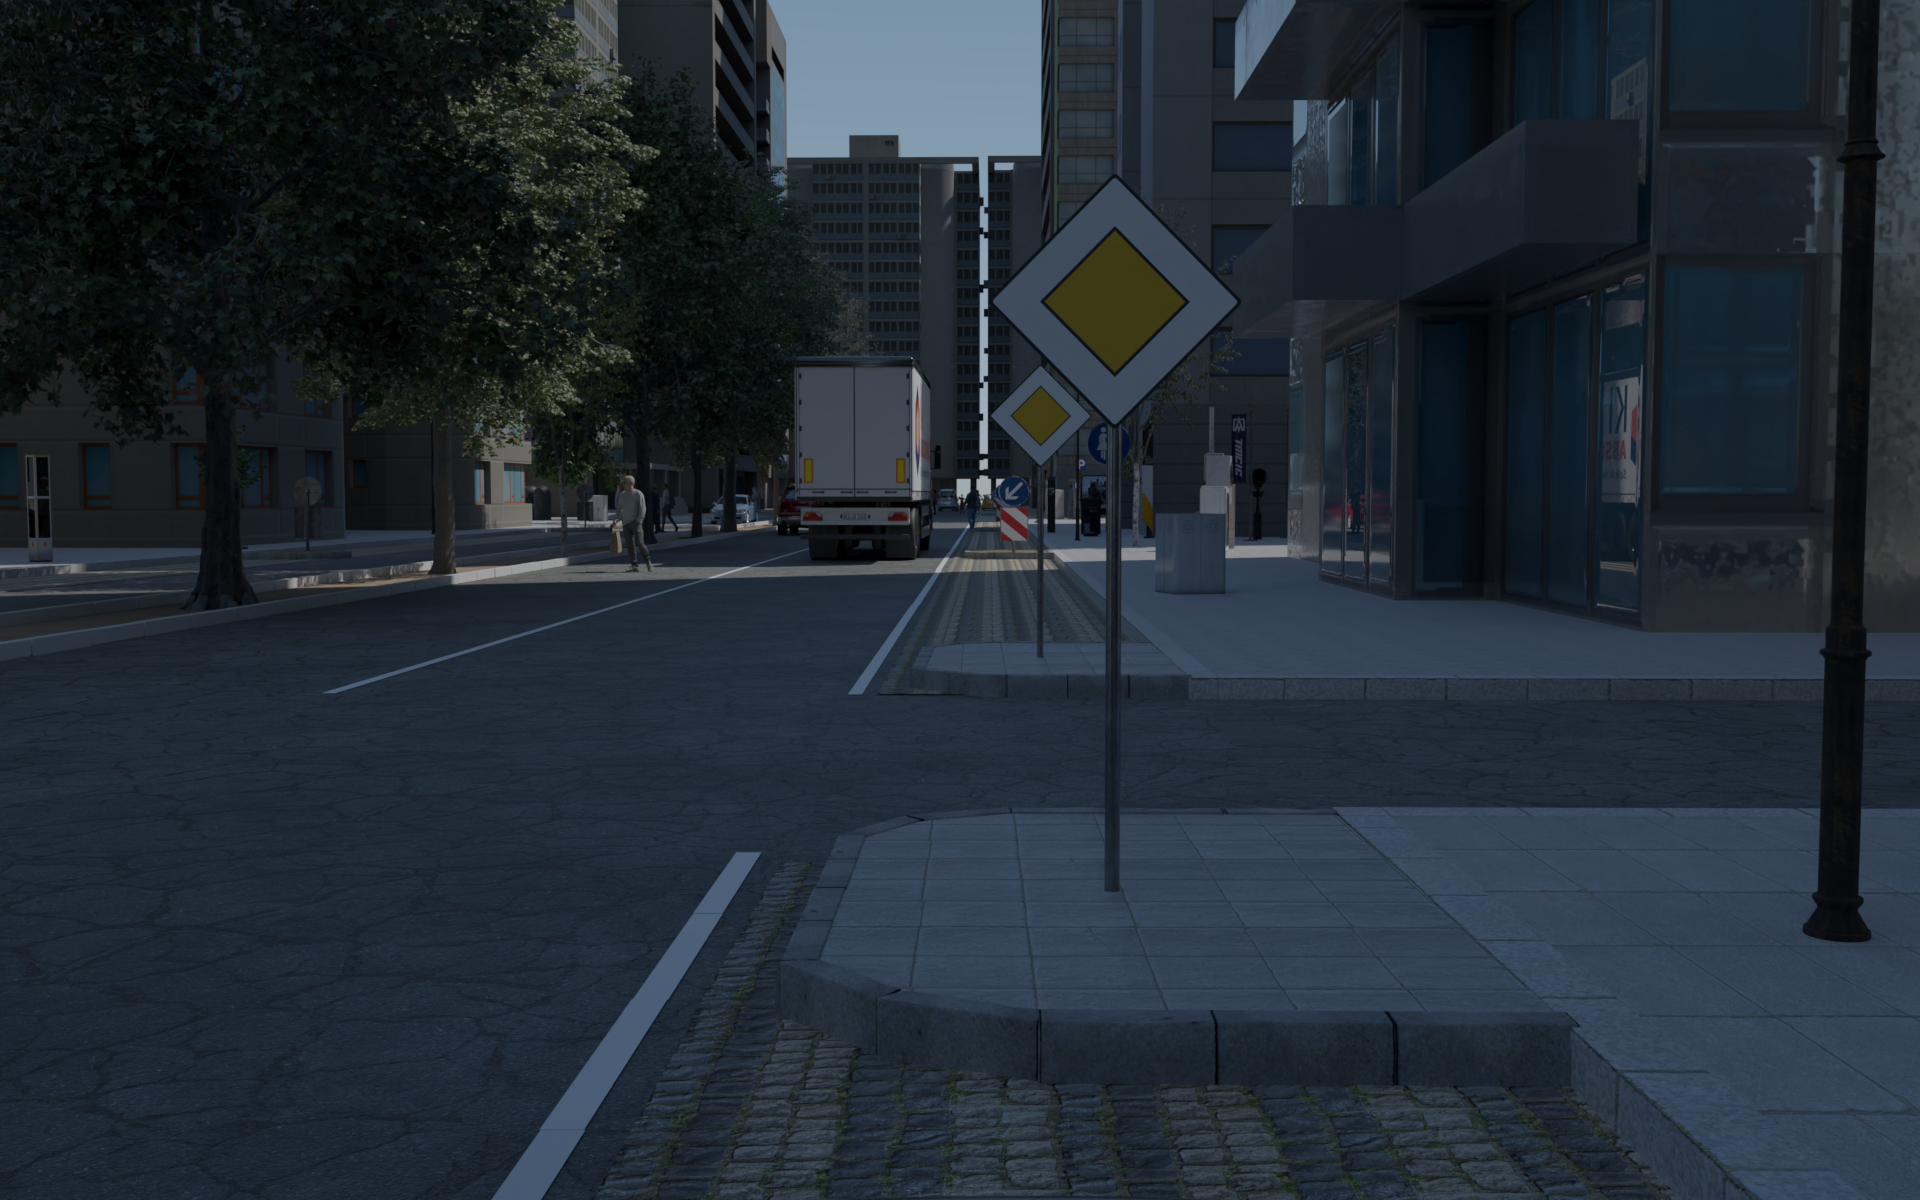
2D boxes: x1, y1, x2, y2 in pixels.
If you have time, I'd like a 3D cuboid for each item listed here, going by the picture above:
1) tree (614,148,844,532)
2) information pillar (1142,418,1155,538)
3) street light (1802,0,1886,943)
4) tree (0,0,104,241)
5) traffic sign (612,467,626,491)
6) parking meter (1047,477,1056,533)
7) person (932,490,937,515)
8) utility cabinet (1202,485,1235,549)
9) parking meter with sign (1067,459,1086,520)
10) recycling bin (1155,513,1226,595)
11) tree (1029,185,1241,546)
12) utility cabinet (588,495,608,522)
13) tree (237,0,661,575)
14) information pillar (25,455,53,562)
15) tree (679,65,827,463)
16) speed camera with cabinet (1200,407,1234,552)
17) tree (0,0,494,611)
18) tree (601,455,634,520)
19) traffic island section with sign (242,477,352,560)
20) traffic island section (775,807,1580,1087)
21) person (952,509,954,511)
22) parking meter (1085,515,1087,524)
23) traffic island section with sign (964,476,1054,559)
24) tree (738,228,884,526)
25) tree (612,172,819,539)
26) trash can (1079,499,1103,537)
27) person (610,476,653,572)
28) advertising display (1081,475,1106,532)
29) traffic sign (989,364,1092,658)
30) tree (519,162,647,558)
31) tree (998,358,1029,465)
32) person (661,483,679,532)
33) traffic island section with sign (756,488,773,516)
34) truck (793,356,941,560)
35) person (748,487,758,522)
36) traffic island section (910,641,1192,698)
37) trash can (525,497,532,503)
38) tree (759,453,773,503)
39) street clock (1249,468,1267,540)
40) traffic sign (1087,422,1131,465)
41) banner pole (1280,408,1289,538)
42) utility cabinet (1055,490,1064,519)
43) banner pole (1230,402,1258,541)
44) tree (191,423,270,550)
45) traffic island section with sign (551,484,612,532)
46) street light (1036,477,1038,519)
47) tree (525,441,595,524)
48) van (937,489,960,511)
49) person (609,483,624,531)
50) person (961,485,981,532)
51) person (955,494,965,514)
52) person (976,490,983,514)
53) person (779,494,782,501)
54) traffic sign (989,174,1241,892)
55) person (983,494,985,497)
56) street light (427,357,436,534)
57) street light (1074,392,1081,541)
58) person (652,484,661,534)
[{"bbox_3d":[-8.717,-9.527,64.880,9.857,13.997,8.962,0,3,0],"label":"tree"},{"bbox_3d":[5.431,-3.592,50.084,0.183,3.616,0.504,3,4,37],"label":"information pillar"},{"bbox_3d":[2.552,-1.962,4.862,0.468,5.910,1.993,0,4,1],"label":"street light"},{"bbox_3d":[-9.567,-3.766,14.400,4.360,8.622,3.978,0,3,0],"label":"tree"},{"bbox_3d":[-15.962,-4.942,80.911,0.768,2.556,0.104,1,4,9],"label":"traffic sign"},{"bbox_3d":[3.043,-3.176,57.642,0.255,1.863,0.399,0,4,6],"label":"parking meter"},{"bbox_3d":[-1.826,-6.708,118.853,0.721,1.739,1.217,0,4,5],"label":"person"},{"bbox_3d":[6.034,-1.952,40.586,0.318,1.500,1.173,-1,4,-18],"label":"utility cabinet"},{"bbox_3d":[5.821,-5.564,87.239,0.543,3.016,1.738,-1,4,-14],"label":"parking meter with sign"},{"bbox_3d":[2.991,-0.609,22.506,0.722,1.027,0.722,-1,4,-15],"label":"recycling bin"},{"bbox_3d":[4.534,-5.629,42.390,4.360,8.622,3.978,0,3,0],"label":"tree"},{"bbox_3d":[-16.912,-4.264,80.876,1.020,1.237,0.306,2,4,34],"label":"utility cabinet"},{"bbox_3d":[-9.282,-6.745,30.872,7.486,12.596,7.792,0,3,0],"label":"tree"},{"bbox_3d":[-17.327,-1.719,32.592,0.304,2.012,0.304,2,4,33],"label":"information pillar"},{"bbox_3d":[-8.276,-7.683,45.084,9.611,12.733,9.660,0,3,0],"label":"tree"},{"bbox_3d":[5.745,-2.715,38.720,0.660,3.252,2.038,1,4,13],"label":"speed camera with cabinet"},{"bbox_3d":[-9.184,-6.231,21.343,9.611,12.733,9.660,0,3,0],"label":"tree"},{"bbox_3d":[-16.923,-5.556,85.446,1.663,3.219,1.824,0,3,0],"label":"tree"},{"bbox_3d":[-14.685,-1.826,38.478,1.989,1.847,2.006,0,4,1],"label":"traffic island section with sign"},{"bbox_3d":[0.512,1.019,5.619,2.009,0.180,2.903,0,4,1],"label":"traffic island section"},{"bbox_3d":[-0.557,-8.386,148.849,0.421,1.427,0.697,2,4,35],"label":"person"},{"bbox_3d":[5.469,-4.269,75.502,0.399,1.863,0.255,-3,5,-44],"label":"parking meter"},{"bbox_3d":[1.089,-1.842,38.738,1.989,1.847,2.006,0,4,1],"label":"traffic island section with sign"},{"bbox_3d":[-8.153,-10.014,76.555,12.009,13.543,11.850,0,3,0],"label":"tree"},{"bbox_3d":[-8.318,-7.753,54.970,9.928,11.665,9.643,0,3,0],"label":"tree"},{"bbox_3d":[3.957,-2.491,52.380,0.748,1.137,0.748,0,3,0],"label":"trash can"},{"bbox_3d":[-6.092,-1.403,31.920,0.782,1.767,0.515,2,4,26],"label":"person"},{"bbox_3d":[4.556,-3.260,58.522,0.974,1.923,0.123,2,4,30],"label":"advertising display"},{"bbox_3d":[0.626,-0.604,13.526,0.795,2.450,0.064,0,4,1],"label":"traffic sign"},{"bbox_3d":[-8.692,-5.192,37.713,4.737,8.622,4.395,0,3,0],"label":"tree"},{"bbox_3d":[4.327,-8.615,91.219,4.360,8.622,3.978,0,3,0],"label":"tree"},{"bbox_3d":[-10.982,-3.458,65.143,0.850,1.850,0.679,1,4,14],"label":"person"},{"bbox_3d":[-13.353,-6.544,115.623,1.989,1.847,2.006,0,4,1],"label":"traffic island section with sign"},{"bbox_3d":[-2.020,-3.182,40.933,2.839,4.237,11.283,0,4,1],"label":"truck"},{"bbox_3d":[-10.498,-4.812,87.454,0.573,1.790,0.520,0,4,-7],"label":"person"},{"bbox_3d":[0.650,0.531,13.603,2.009,0.180,2.903,0,4,1],"label":"traffic island section"},{"bbox_3d":[-21.058,-4.408,83.728,0.748,1.137,0.748,0,3,0],"label":"trash can"},{"bbox_3d":[-16.451,-11.887,144.708,4.737,8.622,4.395,0,3,0],"label":"tree"},{"bbox_3d":[8.384,-2.703,48.756,0.471,2.002,0.358,-1,4,-17],"label":"street clock"},{"bbox_3d":[2.625,-1.864,30.583,0.768,2.556,0.104,0,4,8],"label":"traffic sign"},{"bbox_3d":[9.743,-3.684,50.255,0.863,3.779,0.401,1,4,13],"label":"banner pole"},{"bbox_3d":[4.786,-4.767,86.625,0.318,1.500,1.173,2,4,35],"label":"utility cabinet"},{"bbox_3d":[7.791,-3.520,47.568,0.863,3.779,0.401,3,5,39],"label":"banner pole"},{"bbox_3d":[-17.092,-2.782,40.092,1.663,3.219,1.824,0,3,0],"label":"tree"},{"bbox_3d":[-14.228,-3.474,65.430,1.989,1.847,2.006,0,4,1],"label":"traffic island section with sign"},{"bbox_3d":[3.937,-7.022,87.595,0.468,5.910,1.993,0,4,1],"label":"street light"},{"bbox_3d":[-17.351,-5.647,76.036,4.285,4.588,4.351,0,3,0],"label":"tree"},{"bbox_3d":[-0.970,-8.369,143.850,2.013,2.044,4.112,0,4,2],"label":"van"},{"bbox_3d":[-12.783,-3.472,65.142,0.818,1.842,0.514,1,4,9],"label":"person"},{"bbox_3d":[0.452,-3.413,64.655,0.623,1.781,0.721,-3,5,-41],"label":"person"},{"bbox_3d":[0.142,-6.968,125.681,1.065,1.426,0.557,0,4,0],"label":"person"},{"bbox_3d":[1.167,-6.863,121.498,1.217,1.735,0.721,-3,5,-42],"label":"person"},{"bbox_3d":[-11.812,-6.274,114.272,0.628,1.438,0.799,-3,5,-39],"label":"person"},{"bbox_3d":[0.489,-0.116,5.542,0.795,2.450,0.064,0,4,1],"label":"traffic sign"},{"bbox_3d":[2.346,-8.706,154.025,0.799,1.438,0.628,0,4,6],"label":"person"},{"bbox_3d":[-16.756,-5.027,54.976,0.468,5.910,1.993,0,4,1],"label":"street light"},{"bbox_3d":[3.239,-4.573,47.564,0.468,5.910,1.993,0,4,1],"label":"street light"},{"bbox_3d":[-10.509,-3.095,59.526,0.576,1.772,0.534,2,4,24],"label":"person"}]
